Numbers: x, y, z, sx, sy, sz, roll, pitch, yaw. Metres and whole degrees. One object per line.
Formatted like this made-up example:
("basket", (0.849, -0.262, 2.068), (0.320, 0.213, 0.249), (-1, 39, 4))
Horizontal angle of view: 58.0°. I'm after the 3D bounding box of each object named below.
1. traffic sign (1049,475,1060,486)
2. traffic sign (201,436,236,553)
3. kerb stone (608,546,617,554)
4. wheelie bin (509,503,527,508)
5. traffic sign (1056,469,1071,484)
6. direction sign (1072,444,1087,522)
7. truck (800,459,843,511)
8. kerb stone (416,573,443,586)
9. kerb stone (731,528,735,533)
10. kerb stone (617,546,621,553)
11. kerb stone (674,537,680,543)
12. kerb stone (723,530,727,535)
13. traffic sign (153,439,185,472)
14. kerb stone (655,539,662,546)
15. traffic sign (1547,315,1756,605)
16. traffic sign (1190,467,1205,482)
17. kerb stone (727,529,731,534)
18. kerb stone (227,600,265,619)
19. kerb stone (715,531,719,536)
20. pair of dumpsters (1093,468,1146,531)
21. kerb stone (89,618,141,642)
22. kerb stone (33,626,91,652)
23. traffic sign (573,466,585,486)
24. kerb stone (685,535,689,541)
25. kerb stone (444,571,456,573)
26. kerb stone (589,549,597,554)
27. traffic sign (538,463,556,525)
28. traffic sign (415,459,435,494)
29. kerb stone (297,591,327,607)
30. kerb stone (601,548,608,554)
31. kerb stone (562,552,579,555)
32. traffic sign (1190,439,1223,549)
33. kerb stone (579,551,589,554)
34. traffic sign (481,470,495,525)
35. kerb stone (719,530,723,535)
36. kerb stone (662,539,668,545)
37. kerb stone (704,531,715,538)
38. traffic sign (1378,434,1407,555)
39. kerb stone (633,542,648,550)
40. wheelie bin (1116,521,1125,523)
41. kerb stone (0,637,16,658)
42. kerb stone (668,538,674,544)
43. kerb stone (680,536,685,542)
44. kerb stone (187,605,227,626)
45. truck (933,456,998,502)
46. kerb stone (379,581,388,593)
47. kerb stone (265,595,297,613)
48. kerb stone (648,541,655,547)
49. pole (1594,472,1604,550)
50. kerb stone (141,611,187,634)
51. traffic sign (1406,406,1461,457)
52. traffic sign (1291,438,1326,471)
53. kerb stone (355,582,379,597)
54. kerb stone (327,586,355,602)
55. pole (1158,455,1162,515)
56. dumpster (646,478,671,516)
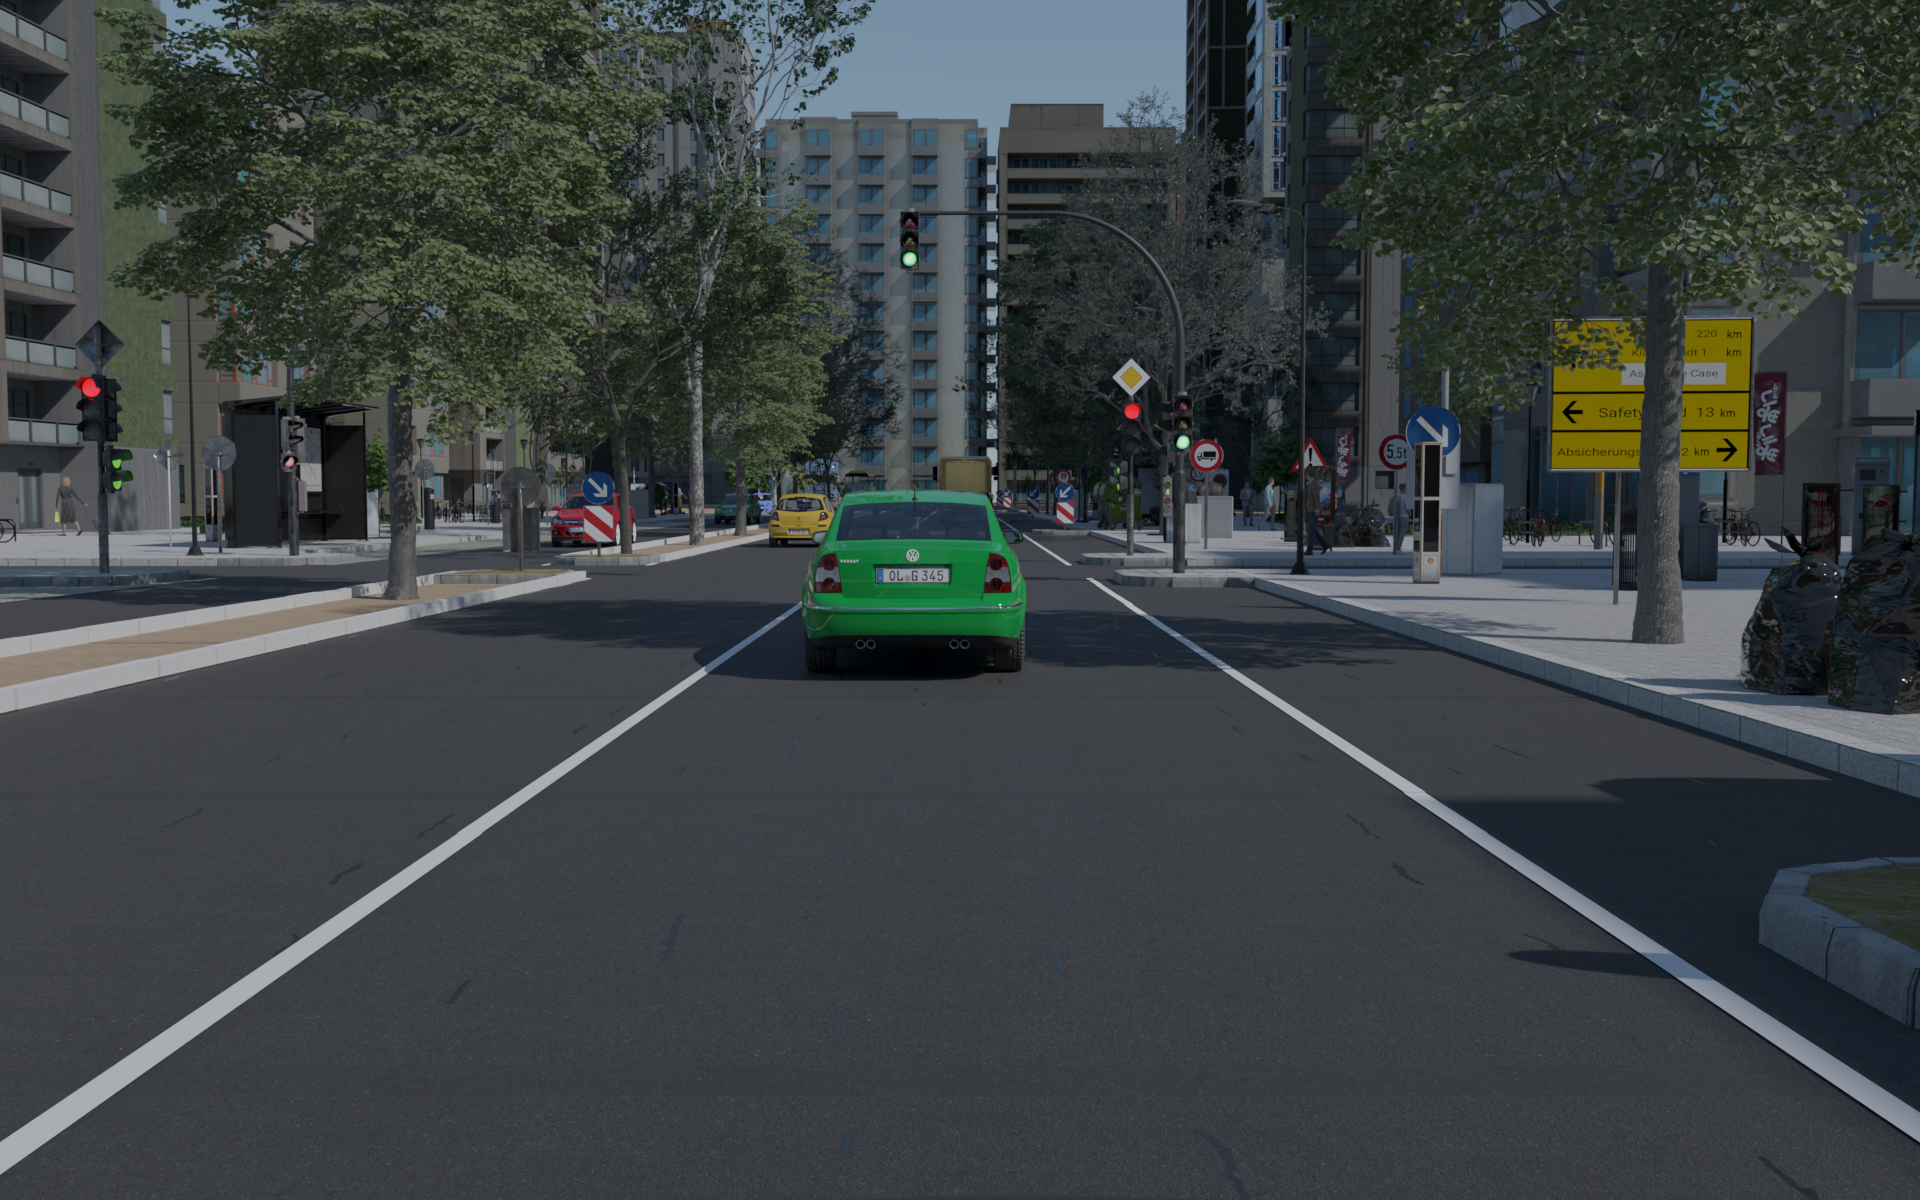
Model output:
("traffic sign", (6.003, -6.651, 108.847), (0.768, 2.556, 0.104), (1, 4, 9))
("traffic sign", (-16.139, -2.301, 37.727), (0.768, 2.556, 0.104), (0, 4, 2))
("kerb stone", (-8.379, -1.163, 41.209), (0.120, 0.150, 1.000), (0, 3, 0))
("wheelie bin", (-18.838, -4.050, 74.122), (0.980, 1.594, 0.693), (-1, 4, -20))
("traffic sign", (5.349, -5.466, 89.468), (0.768, 2.556, 0.104), (0, 4, 3))
("direction sign", (5.414, -5.302, 78.680), (0.876, 3.537, 0.379), (3, 5, 44))
("truck", (-10.328, -9.088, 138.353), (2.967, 4.110, 18.799), (0, 4, 1))
("kerb stone", (-8.389, -0.313, 27.332), (0.120, 0.150, 1.000), (0, 3, 0))
("kerb stone", (-8.372, -2.480, 62.747), (0.120, 0.150, 1.000), (0, 3, 0))
("kerb stone", (-8.383, -1.222, 42.231), (0.120, 0.150, 1.000), (0, 3, 0))
("kerb stone", (-8.378, -1.727, 50.434), (0.120, 0.150, 1.000), (0, 3, 0))
("kerb stone", (-8.369, -2.355, 60.699), (0.120, 0.150, 1.000), (0, 3, 0))
("traffic sign", (-19.009, -2.563, 41.638), (0.795, 2.593, 0.064), (0, 4, 5))
("kerb stone", (-8.372, -1.538, 47.350), (0.120, 0.150, 1.000), (0, 3, 0))
("traffic sign", (7.913, -1.593, 19.918), (2.265, 3.308, 0.079), (0, 4, 6))
("traffic sign", (10.462, -4.643, 76.026), (0.768, 2.556, 0.104), (0, 4, 7))
("kerb stone", (-8.363, -2.418, 61.725), (0.120, 0.150, 1.000), (0, 3, 0))
("kerb stone", (-8.387, 0.125, 20.156), (0.120, 0.150, 1.000), (0, 3, 0))
("kerb stone", (-8.373, -2.230, 58.649), (0.120, 0.150, 1.000), (0, 3, 0))
("pair of dumpsters", (5.740, -3.665, 62.415), (1.574, 2.255, 4.437), (0, 4, 0))
("kerb stone", (-8.400, 0.313, 17.080), (0.120, 0.150, 1.000), (0, 3, 0))
("kerb stone", (-8.398, 0.379, 16.058), (0.120, 0.150, 1.000), (0, 3, 0))
("traffic sign", (-17.649, -4.940, 80.773), (0.884, 2.594, 0.081), (0, 4, 7))
("kerb stone", (-8.372, -1.852, 52.482), (0.120, 0.150, 1.000), (0, 3, 0))
("kerb stone", (-8.388, -0.377, 28.366), (0.120, 0.150, 1.000), (0, 3, 0))
("kerb stone", (-8.383, -1.038, 39.164), (0.120, 0.150, 1.000), (0, 3, 0))
("traffic sign", (-17.041, -4.363, 71.445), (0.768, 2.556, 0.104), (0, 4, 2))
("traffic sign", (-19.413, -3.835, 62.802), (0.768, 2.556, 0.104), (1, 4, 8))
("kerb stone", (-8.394, -0.001, 22.209), (0.120, 0.150, 1.000), (0, 3, 0))
("kerb stone", (-8.384, -1.099, 40.187), (0.120, 0.150, 1.000), (0, 3, 0))
("kerb stone", (-8.386, -0.912, 37.114), (0.120, 0.150, 1.000), (0, 3, 0))
("traffic sign", (5.718, -2.453, 40.220), (0.768, 2.556, 0.104), (0, 4, 7))
("kerb stone", (-8.386, -0.975, 38.142), (0.120, 0.150, 1.000), (0, 3, 0))
("traffic sign", (-19.665, -4.281, 72.125), (0.606, 2.300, 0.079), (1, 4, 8))
("kerb stone", (-8.370, -2.292, 59.674), (0.120, 0.150, 1.000), (0, 3, 0))
("kerb stone", (-8.371, -1.601, 48.375), (0.120, 0.150, 1.000), (0, 3, 0))
("kerb stone", (-8.374, -2.165, 57.623), (0.120, 0.150, 1.000), (0, 3, 0))
("traffic sign", (9.213, -2.233, 36.617), (0.768, 2.556, 0.104), (0, 4, 2))
("kerb stone", (-8.378, -1.413, 45.302), (0.120, 0.150, 1.000), (0, 3, 0))
("wheelie bin", (6.950, -4.204, 76.646), (0.693, 1.594, 0.980), (1, 4, 15))
("kerb stone", (-8.400, 0.438, 15.035), (0.120, 0.150, 1.000), (0, 3, 0))
("kerb stone", (-8.378, -1.663, 49.410), (0.120, 0.150, 1.000), (0, 3, 0))
("kerb stone", (-8.380, -1.790, 51.459), (0.120, 0.150, 1.000), (0, 3, 0))
("kerb stone", (-8.397, 0.187, 19.131), (0.120, 0.150, 1.000), (0, 3, 0))
("truck", (0.271, -5.612, 87.684), (3.469, 3.379, 9.791), (0, 4, 0))
("kerb stone", (-8.393, -0.189, 25.282), (0.120, 0.150, 1.000), (0, 3, 0))
("kerb stone", (-8.398, 0.068, 21.186), (0.120, 0.150, 1.000), (0, 3, 0))
("kerb stone", (-8.380, -1.472, 46.324), (0.120, 0.150, 1.000), (0, 3, 0))
("pole", (14.736, -2.817, 39.894), (0.158, 3.312, 0.155), (0, 3, 0))
("kerb stone", (-8.395, 0.250, 18.109), (0.120, 0.150, 1.000), (0, 3, 0))
("traffic sign", (6.833, -1.528, 25.086), (0.768, 2.556, 0.104), (1, 4, 10))
("traffic sign", (8.150, -2.467, 40.340), (0.884, 2.594, 0.081), (0, 4, 7))
("kerb stone", (-8.400, -0.126, 24.260), (0.120, 0.150, 1.000), (0, 3, 0))
("kerb stone", (-8.392, -0.055, 23.232), (0.120, 0.150, 1.000), (0, 3, 0))
("pole", (9.610, -5.452, 82.977), (0.158, 3.312, 0.155), (0, 3, 0))
("dumpster", (-18.155, -6.167, 103.317), (1.502, 2.255, 1.985), (0, 4, 0))
